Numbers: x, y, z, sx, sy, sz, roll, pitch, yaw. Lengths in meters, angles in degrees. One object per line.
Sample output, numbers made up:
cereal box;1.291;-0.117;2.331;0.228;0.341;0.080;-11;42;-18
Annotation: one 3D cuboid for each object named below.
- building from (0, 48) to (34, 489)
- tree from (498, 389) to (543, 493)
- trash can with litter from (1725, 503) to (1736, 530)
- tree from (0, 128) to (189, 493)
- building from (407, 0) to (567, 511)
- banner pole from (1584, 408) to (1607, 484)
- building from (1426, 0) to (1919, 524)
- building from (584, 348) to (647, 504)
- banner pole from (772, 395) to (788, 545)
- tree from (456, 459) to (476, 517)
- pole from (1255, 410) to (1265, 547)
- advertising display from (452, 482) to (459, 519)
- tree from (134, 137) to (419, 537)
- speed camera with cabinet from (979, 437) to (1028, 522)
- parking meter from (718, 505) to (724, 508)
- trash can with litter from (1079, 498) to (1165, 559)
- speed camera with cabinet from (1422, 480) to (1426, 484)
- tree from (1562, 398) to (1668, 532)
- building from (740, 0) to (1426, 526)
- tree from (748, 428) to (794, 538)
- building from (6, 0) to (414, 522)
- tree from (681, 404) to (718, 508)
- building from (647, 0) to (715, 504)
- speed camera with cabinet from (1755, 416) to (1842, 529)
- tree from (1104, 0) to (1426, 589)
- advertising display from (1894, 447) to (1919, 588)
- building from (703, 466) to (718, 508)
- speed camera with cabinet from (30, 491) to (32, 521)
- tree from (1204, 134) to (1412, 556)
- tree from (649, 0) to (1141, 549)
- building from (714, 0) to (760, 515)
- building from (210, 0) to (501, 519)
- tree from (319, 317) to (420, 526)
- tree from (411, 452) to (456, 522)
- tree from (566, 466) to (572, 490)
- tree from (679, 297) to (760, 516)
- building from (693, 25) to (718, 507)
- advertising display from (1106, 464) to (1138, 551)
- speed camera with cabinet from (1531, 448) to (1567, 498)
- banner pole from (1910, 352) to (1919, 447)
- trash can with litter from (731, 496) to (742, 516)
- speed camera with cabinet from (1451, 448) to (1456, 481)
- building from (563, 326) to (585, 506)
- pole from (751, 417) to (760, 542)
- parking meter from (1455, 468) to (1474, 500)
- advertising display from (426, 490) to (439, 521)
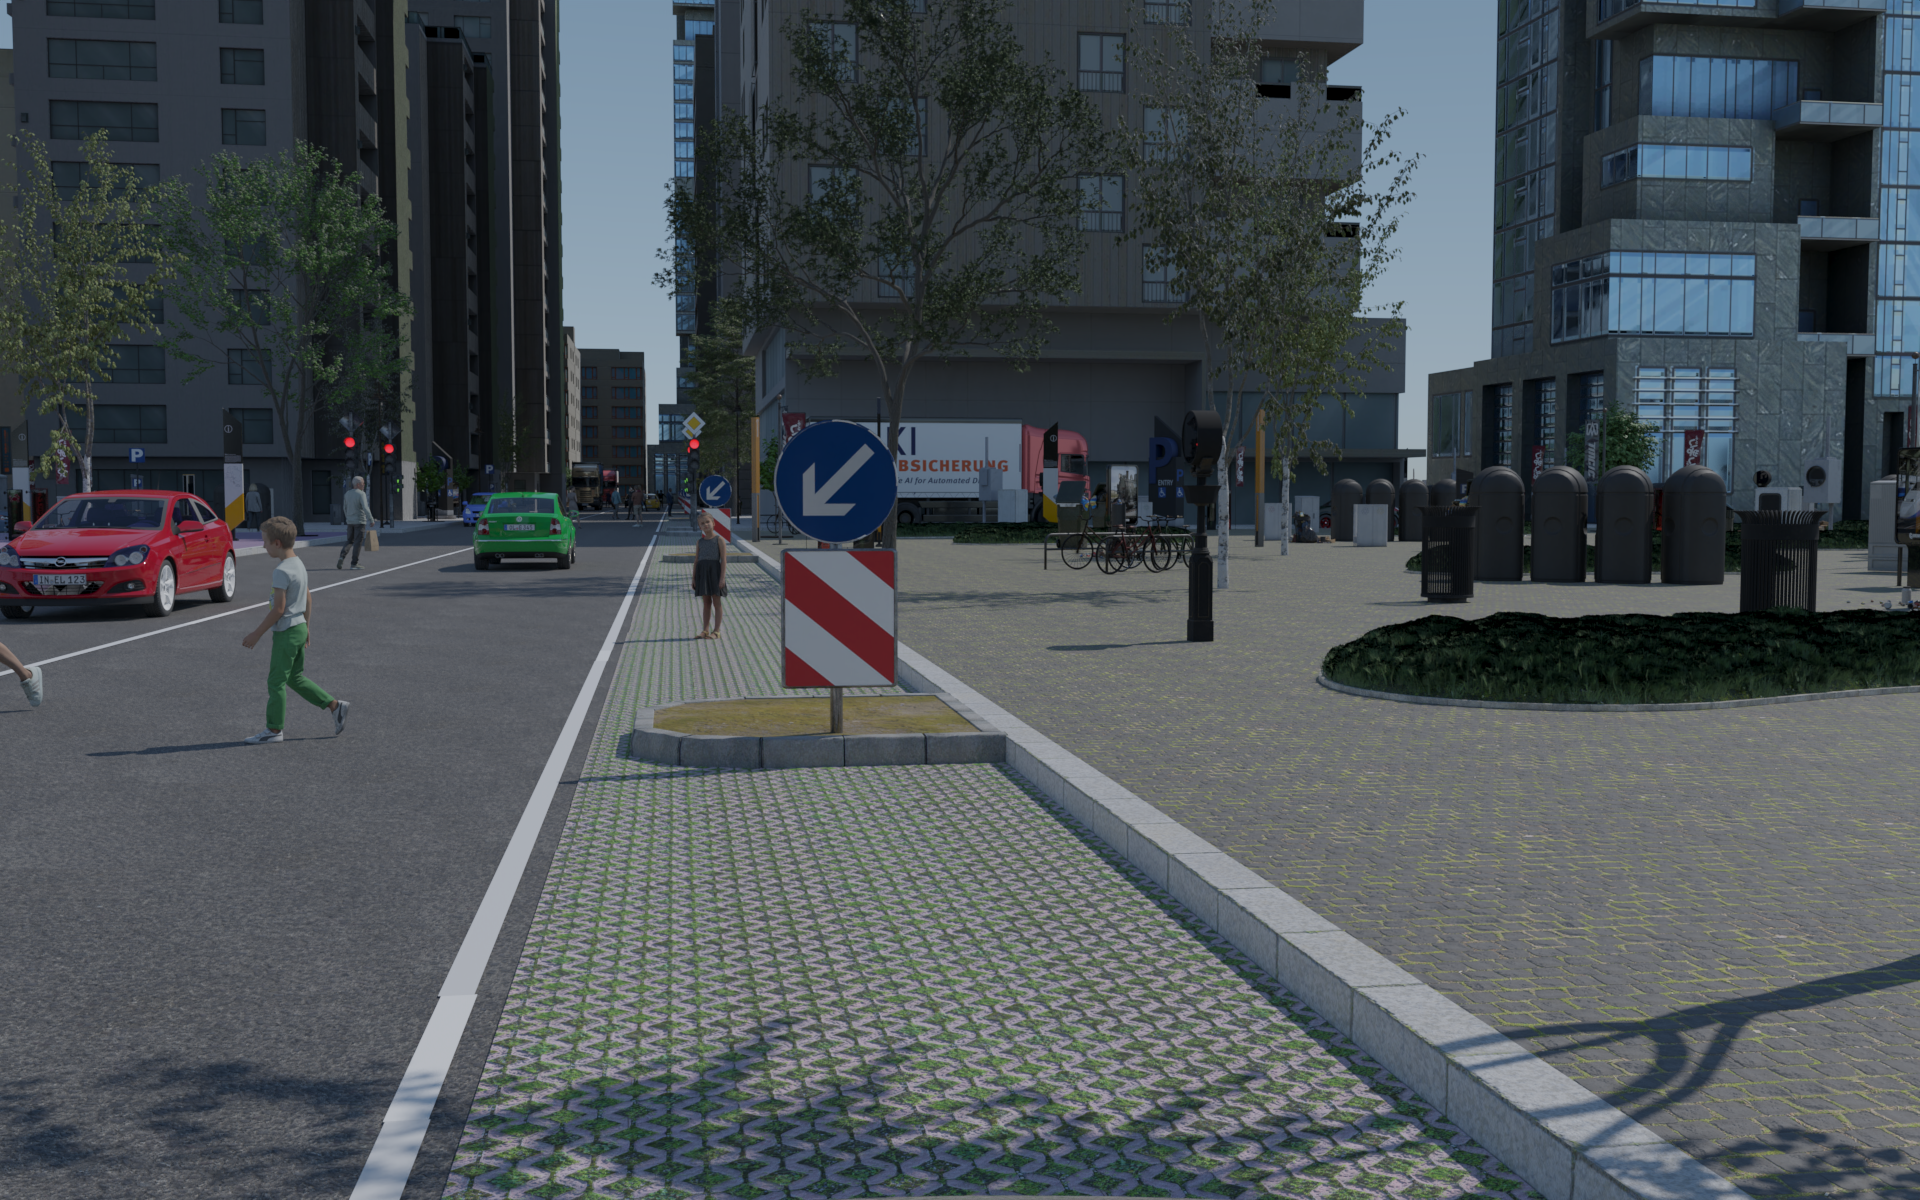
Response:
building;-105.551;-34.818;192.979;21.600;48.544;21.300;-1;4;-9
tree;-31.697;-10.484;121.768;4.737;8.622;4.395;0;3;0
trash can with litter;21.328;-2.223;47.738;1.055;1.170;0.624;2;4;31
tree;-17.560;-5.123;34.123;4.737;8.622;4.395;0;3;0
building;-37.505;-27.325;130.353;14.154;41.232;14.086;-1;4;-9
banner pole;18.677;-3.720;50.835;0.401;3.779;0.863;-3;4;-39
building;40.538;-47.094;82.666;31.000;86.520;22.319;-1;4;-9
building;-57.198;-23.775;233.760;28.899;21.520;27.650;-1;4;-9
banner pole;-4.446;-3.270;43.481;0.401;3.779;0.863;-2;4;-26
tree;-28.023;-6.231;96.479;1.663;3.219;1.824;0;3;0
pole;7.260;-2.941;41.929;0.158;3.312;0.155;0;3;0
advertising display;-26.723;-5.227;90.682;0.974;1.923;0.123;-1;4;-14
tree;-20.101;-7.715;51.893;9.928;11.665;9.643;0;3;0
speed camera with cabinet;1.490;-3.987;59.525;0.660;3.252;2.038;-3;4;-37
parking meter;-11.488;-4.742;83.243;0.255;1.863;0.399;0;4;-3
trash can with litter;3.177;-1.481;35.277;1.678;1.210;2.233;-1;4;-18
speed camera with cabinet;29.872;-7.238;112.672;0.660;3.252;2.038;-1;4;-15
tree;22.389;-4.610;59.089;4.285;4.588;4.351;0;3;0
building;3.357;-30.031;80.241;27.495;52.752;28.713;-1;4;-9
tree;-5.499;-3.450;51.013;1.663;3.219;1.824;0;3;0
building;-33.560;-18.840;79.737;14.160;30.474;14.107;-1;4;-9
tree;-19.768;-11.387;136.538;4.737;8.622;4.395;0;3;0
building;-27.005;-56.424;235.198;31.000;86.520;22.319;-1;4;-9
speed camera with cabinet;21.541;-3.072;44.556;0.660;3.252;2.038;-2;4;-30
tree;3.673;-4.449;23.104;4.360;8.622;3.978;0;3;0
advertising display;13.105;-1.126;23.617;0.123;1.923;0.974;0;4;-5
building;-12.951;-43.923;156.385;20.563;71.187;20.611;-1;4;-9
speed camera with cabinet;-43.464;-5.302;81.021;2.038;3.252;0.660;0;4;-3
tree;7.018;-5.240;36.034;4.737;8.622;4.395;0;3;0
tree;-1.277;-5.789;29.067;8.767;10.594;7.601;0;4;4
building;-6.411;-35.369;120.282;21.231;58.520;28.212;-1;4;-9
building;-36.524;-20.515;107.120;14.160;30.474;14.107;-1;4;-9
tree;-23.611;-7.250;68.907;4.360;8.622;3.978;0;3;0
tree;-24.541;-5.230;80.104;1.663;3.219;1.824;0;3;0
tree;-42.343;-12.242;183.869;4.285;4.588;4.351;0;3;0
tree;-12.642;-11.100;99.608;7.486;12.596;7.792;0;3;0
building;-16.408;-33.912;178.162;21.300;48.544;21.600;-1;4;-9
advertising display;3.545;-1.997;37.871;0.123;1.923;0.974;3;5;44
speed camera with cabinet;25.565;-4.927;74.897;0.660;3.252;2.038;-1;4;-17
banner pole;17.003;-2.492;30.765;0.863;3.779;0.401;-3;5;-41
trash can with litter;-13.388;-5.556;102.224;1.055;1.170;0.624;1;4;13
speed camera with cabinet;21.051;-4.822;73.181;0.660;3.252;2.038;1;4;18
building;-58.793;-21.599;198.190;28.899;21.520;27.650;-1;4;-9
pole;-5.442;-3.198;46.136;0.158;3.312;0.155;0;3;0
parking meter;11.449;-2.053;39.274;0.399;1.863;0.255;1;4;8
advertising display;-25.013;-4.702;82.095;0.974;1.923;0.123;3;5;45
